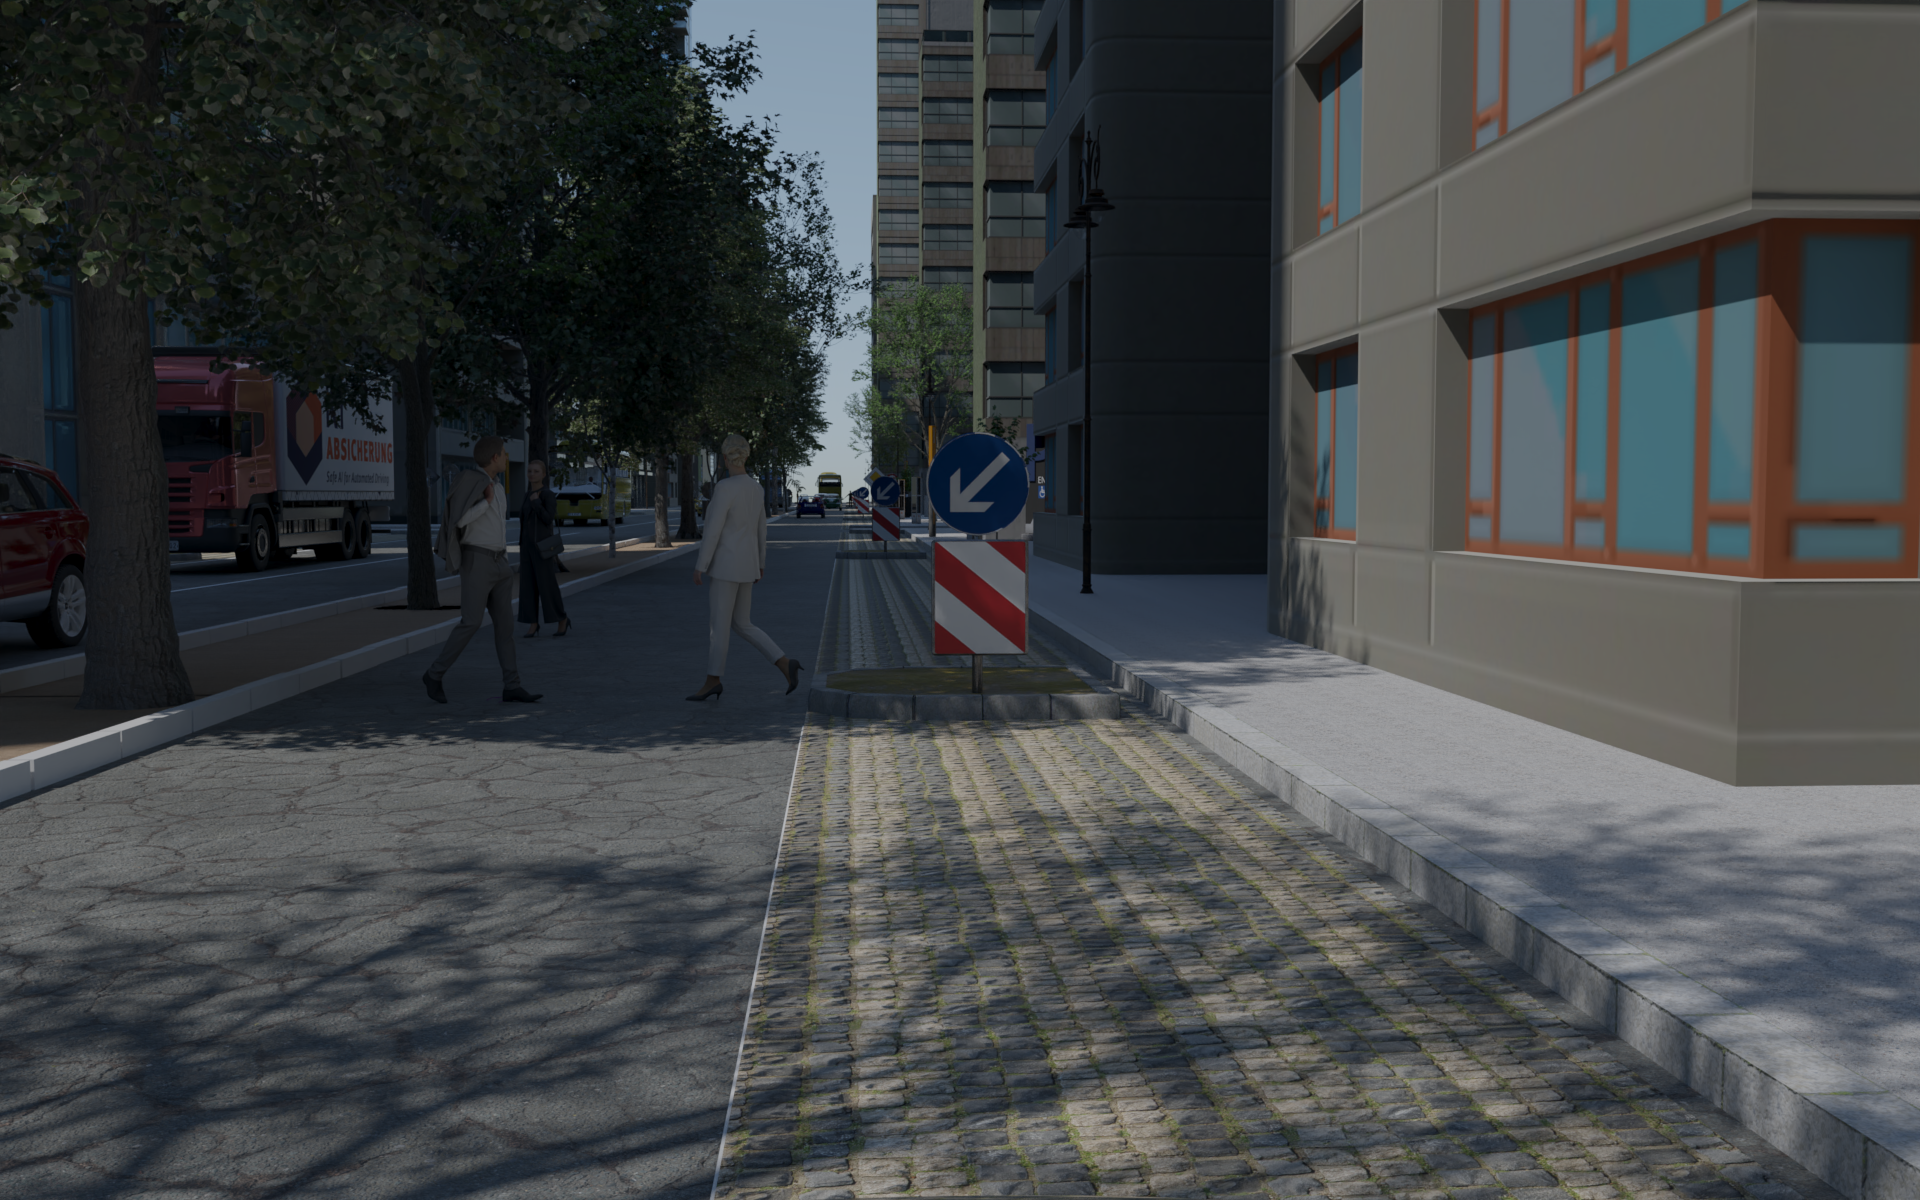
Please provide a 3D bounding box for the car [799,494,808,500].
[{"bbox_3d":[-26.139,-16.998,289.912,2.014,1.417,4.499,0,4,-5],"label":"car"}]

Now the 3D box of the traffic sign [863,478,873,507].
[{"bbox_3d":[-3.590,-4.138,71.301,0.795,2.450,0.064,0,4,-4],"label":"traffic sign"}]

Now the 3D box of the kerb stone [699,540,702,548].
[{"bbox_3d":[-6.956,-1.430,45.678,0.120,0.150,1.000,0,4,-4],"label":"kerb stone"}]

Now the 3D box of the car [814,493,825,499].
[{"bbox_3d":[-13.180,-9.507,164.486,2.155,1.783,4.494,0,4,-5],"label":"car"}]

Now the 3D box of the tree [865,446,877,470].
[{"bbox_3d":[-10.823,-17.356,234.131,4.360,8.622,3.978,0,3,0],"label":"tree"}]

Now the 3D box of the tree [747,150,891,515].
[{"bbox_3d":[-10.323,-14.431,94.294,12.611,20.169,13.585,0,3,0],"label":"tree"}]

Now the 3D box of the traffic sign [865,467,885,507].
[{"bbox_3d":[-3.074,-3.651,63.332,0.795,2.450,0.064,0,4,-4],"label":"traffic sign"}]

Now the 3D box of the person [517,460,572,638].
[{"bbox_3d":[-4.227,-0.520,17.421,0.576,1.772,0.534,1,4,19],"label":"person"}]

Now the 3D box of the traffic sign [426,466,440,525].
[{"bbox_3d":[-19.086,-3.589,62.320,0.795,2.450,0.064,0,4,-4],"label":"traffic sign"}]

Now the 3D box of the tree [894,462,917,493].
[{"bbox_3d":[-3.255,-6.637,103.115,1.663,3.219,1.824,0,3,0],"label":"tree"}]

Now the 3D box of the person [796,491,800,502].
[{"bbox_3d":[-22.231,-14.029,237.500,0.705,1.869,1.348,0,4,7],"label":"person"}]

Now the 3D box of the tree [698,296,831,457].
[{"bbox_3d":[-10.522,-8.939,83.021,8.767,10.594,7.601,0,4,-4],"label":"tree"}]

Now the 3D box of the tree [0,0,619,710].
[{"bbox_3d":[-5.544,-6.244,11.195,9.857,13.997,8.962,0,3,0],"label":"tree"}]

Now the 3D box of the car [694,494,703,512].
[{"bbox_3d":[-20.567,-7.994,140.931,2.015,1.641,3.980,0,4,-2],"label":"car"}]

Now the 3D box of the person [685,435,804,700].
[{"bbox_3d":[-1.500,-0.222,12.004,0.818,1.842,0.514,0,4,5],"label":"person"}]

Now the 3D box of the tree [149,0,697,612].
[{"bbox_3d":[-6.759,-5.686,21.182,9.928,11.665,9.643,0,3,0],"label":"tree"}]

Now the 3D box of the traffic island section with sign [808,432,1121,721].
[{"bbox_3d":[-0.037,-0.196,11.837,1.989,1.847,2.006,0,4,-4],"label":"traffic island section with sign"}]

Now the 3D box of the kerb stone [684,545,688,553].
[{"bbox_3d":[-6.696,-1.180,41.590,0.120,0.150,1.000,0,4,-4],"label":"kerb stone"}]

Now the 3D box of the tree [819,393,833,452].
[{"bbox_3d":[-11.568,-11.255,104.596,7.486,12.596,7.792,0,3,0],"label":"tree"}]

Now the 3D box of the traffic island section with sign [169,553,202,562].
[{"bbox_3d":[-17.486,-1.747,37.192,1.989,1.847,2.006,0,4,-4],"label":"traffic island section with sign"}]

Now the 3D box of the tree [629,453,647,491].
[{"bbox_3d":[-27.342,-11.739,142.295,4.360,8.622,3.978,0,3,0],"label":"tree"}]

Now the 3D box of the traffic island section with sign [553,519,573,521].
[{"bbox_3d":[-21.118,-5.173,93.205,1.989,1.847,2.006,0,4,-4],"label":"traffic island section with sign"}]

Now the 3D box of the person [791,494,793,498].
[{"bbox_3d":[-28.934,-17.730,298.320,0.705,1.831,1.348,-1,4,-11],"label":"person"}]

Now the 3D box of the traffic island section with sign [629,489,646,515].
[{"bbox_3d":[-22.861,-6.818,120.104,1.989,1.847,2.006,0,4,-4],"label":"traffic island section with sign"}]

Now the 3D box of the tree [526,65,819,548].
[{"bbox_3d":[-7.767,-7.623,45.221,7.486,12.596,7.792,0,3,0],"label":"tree"}]

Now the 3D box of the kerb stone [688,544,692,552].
[{"bbox_3d":[-6.755,-1.249,42.612,0.120,0.150,1.000,0,4,-4],"label":"kerb stone"}]

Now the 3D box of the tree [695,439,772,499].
[{"bbox_3d":[-8.839,-6.672,61.901,4.360,8.622,3.978,0,3,0],"label":"tree"}]

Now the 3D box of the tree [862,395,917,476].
[{"bbox_3d":[-5.029,-10.882,128.289,4.737,8.622,4.395,0,3,0],"label":"tree"}]

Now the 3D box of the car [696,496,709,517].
[{"bbox_3d":[-15.936,-6.199,111.584,2.015,1.641,3.980,0,4,-3],"label":"car"}]

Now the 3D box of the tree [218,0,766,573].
[{"bbox_3d":[-7.606,-6.820,30.967,9.611,12.733,9.660,0,3,0],"label":"tree"}]

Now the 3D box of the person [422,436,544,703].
[{"bbox_3d":[-3.295,-0.199,11.858,0.850,1.850,0.679,1,4,10],"label":"person"}]

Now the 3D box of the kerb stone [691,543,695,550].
[{"bbox_3d":[-6.834,-1.311,43.632,0.120,0.150,1.000,0,4,-4],"label":"kerb stone"}]

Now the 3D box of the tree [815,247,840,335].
[{"bbox_3d":[-8.644,-8.271,54.702,9.611,12.733,9.660,0,3,0],"label":"tree"}]

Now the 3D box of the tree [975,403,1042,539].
[{"bbox_3d":[0.748,-2.607,37.220,1.663,3.219,1.824,0,3,0],"label":"tree"}]

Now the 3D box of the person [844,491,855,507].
[{"bbox_3d":[-11.768,-10.835,185.788,1.348,1.807,0.705,-1,4,-23],"label":"person"}]

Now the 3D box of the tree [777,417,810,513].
[{"bbox_3d":[-14.433,-11.709,144.258,4.360,8.622,3.978,0,3,0],"label":"tree"}]

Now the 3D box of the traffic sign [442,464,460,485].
[{"bbox_3d":[-21.483,-4.462,73.056,0.768,2.556,0.104,0,4,5],"label":"traffic sign"}]

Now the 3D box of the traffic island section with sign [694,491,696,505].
[{"bbox_3d":[-26.016,-9.799,168.848,1.989,1.847,2.006,0,4,-4],"label":"traffic island section with sign"}]

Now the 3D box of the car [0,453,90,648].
[{"bbox_3d":[-9.237,-0.366,14.665,2.281,1.827,5.304,0,4,-3],"label":"car"}]

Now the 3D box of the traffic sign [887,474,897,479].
[{"bbox_3d":[-4.210,-6.555,107.273,0.768,2.556,0.104,0,4,-1],"label":"traffic sign"}]

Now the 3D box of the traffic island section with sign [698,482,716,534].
[{"bbox_3d":[-9.166,-3.371,63.256,2.006,1.907,1.989,0,4,-4],"label":"traffic island section with sign"}]

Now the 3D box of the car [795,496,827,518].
[{"bbox_3d":[-8.936,-5.573,103.703,1.945,1.354,3.894,0,4,-5],"label":"car"}]

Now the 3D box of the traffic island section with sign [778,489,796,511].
[{"bbox_3d":[-14.499,-8.409,145.630,2.006,1.907,1.989,0,4,-4],"label":"traffic island section with sign"}]

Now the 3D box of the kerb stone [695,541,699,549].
[{"bbox_3d":[-6.892,-1.374,44.652,0.120,0.150,1.000,0,4,-4],"label":"kerb stone"}]

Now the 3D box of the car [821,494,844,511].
[{"bbox_3d":[-11.130,-8.460,150.126,2.131,1.459,4.920,0,4,-4],"label":"car"}]

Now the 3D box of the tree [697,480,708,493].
[{"bbox_3d":[-30.558,-13.049,207.960,1.663,3.219,1.824,0,3,0],"label":"tree"}]

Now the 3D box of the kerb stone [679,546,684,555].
[{"bbox_3d":[-6.623,-1.118,40.566,0.120,0.150,1.000,0,4,-4],"label":"kerb stone"}]

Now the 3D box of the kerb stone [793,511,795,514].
[{"bbox_3d":[-11.896,-6.097,121.920,0.120,0.150,1.000,0,4,-4],"label":"kerb stone"}]

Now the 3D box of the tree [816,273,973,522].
[{"bbox_3d":[-1.230,-9.480,80.751,9.928,11.665,9.643,0,3,0],"label":"tree"}]

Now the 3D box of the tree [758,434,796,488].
[{"bbox_3d":[-13.461,-10.542,125.181,4.737,8.622,4.395,0,3,0],"label":"tree"}]

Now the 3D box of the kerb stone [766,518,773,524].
[{"bbox_3d":[-9.709,-4.024,88.162,0.120,0.150,1.000,0,4,-4],"label":"kerb stone"}]

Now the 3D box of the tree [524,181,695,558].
[{"bbox_3d":[-7.805,-5.246,38.595,4.737,8.622,4.395,0,3,0],"label":"tree"}]
